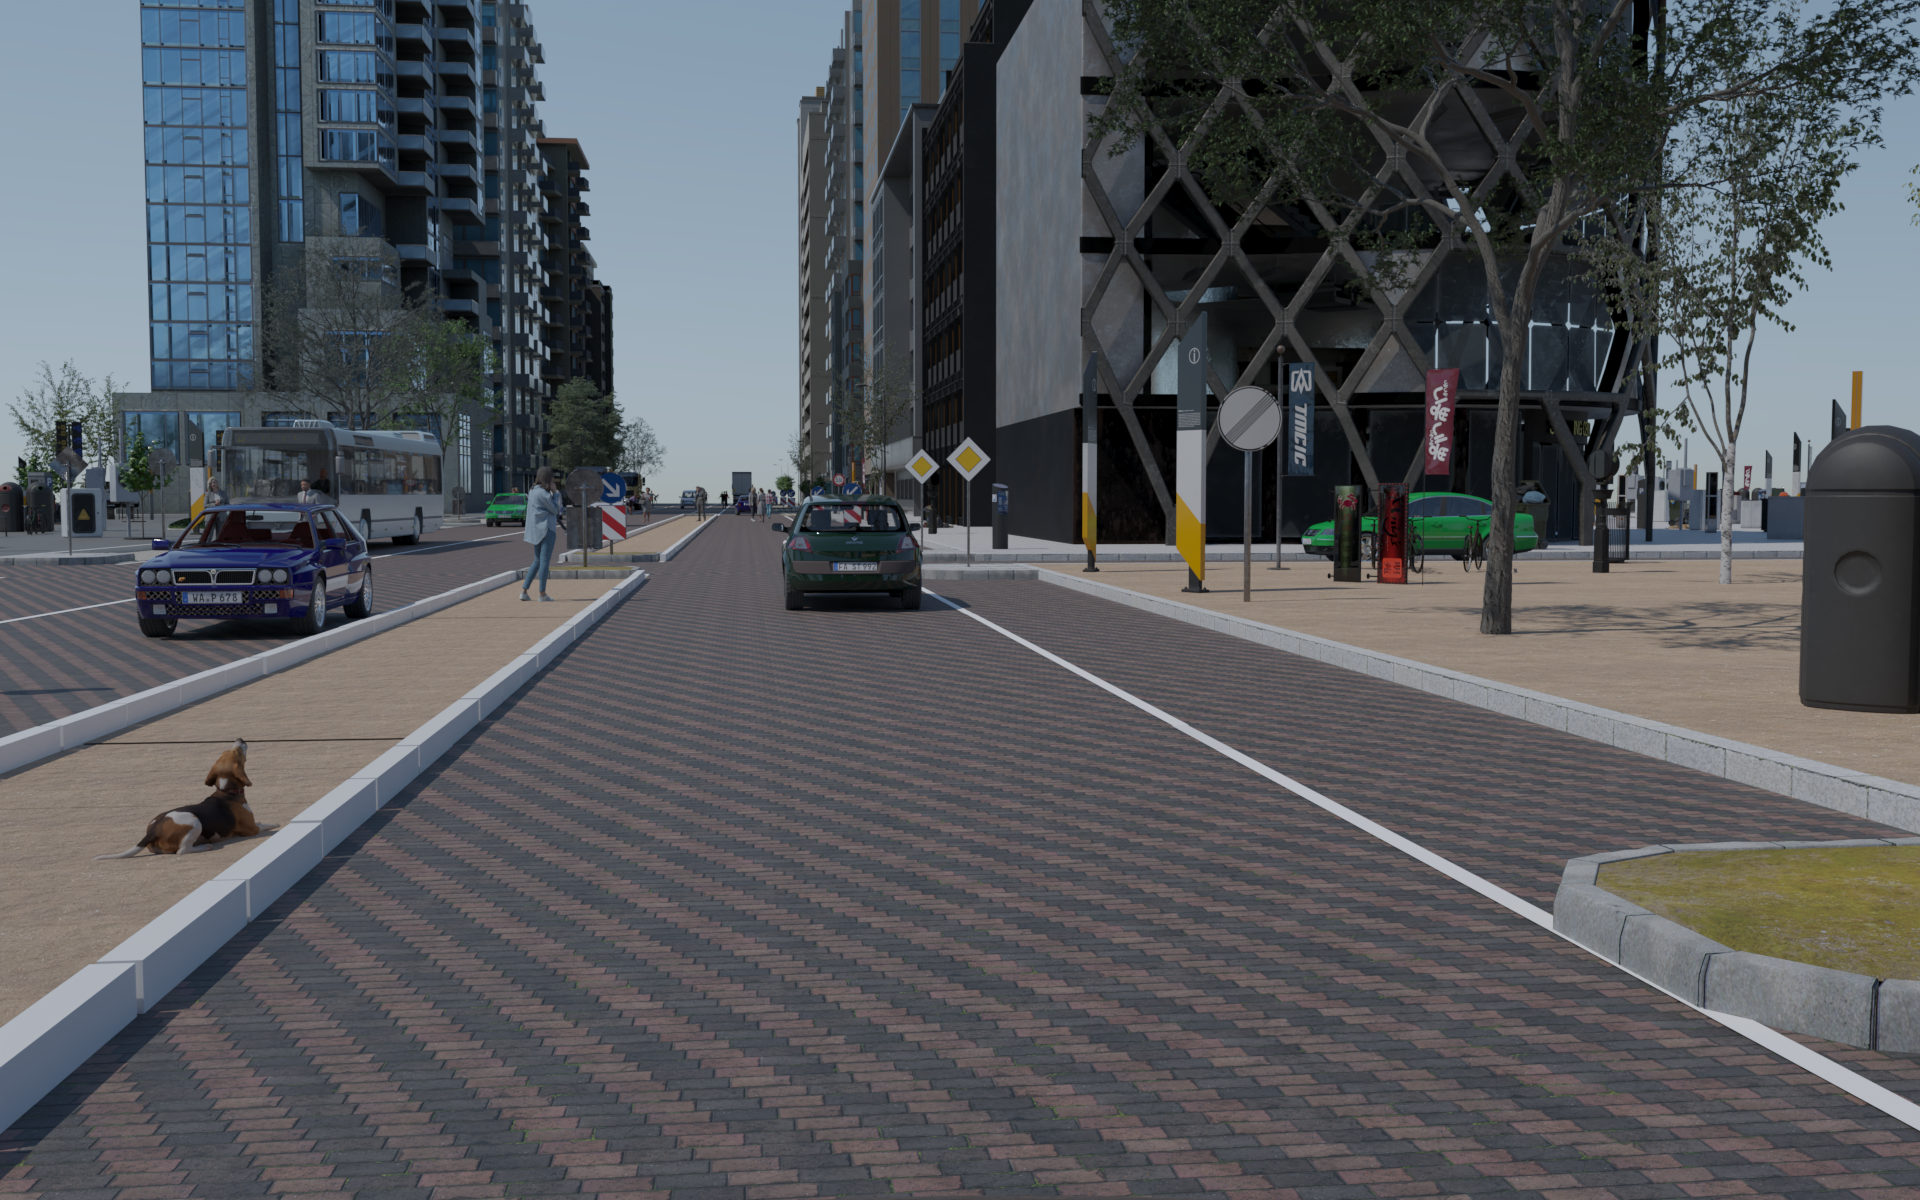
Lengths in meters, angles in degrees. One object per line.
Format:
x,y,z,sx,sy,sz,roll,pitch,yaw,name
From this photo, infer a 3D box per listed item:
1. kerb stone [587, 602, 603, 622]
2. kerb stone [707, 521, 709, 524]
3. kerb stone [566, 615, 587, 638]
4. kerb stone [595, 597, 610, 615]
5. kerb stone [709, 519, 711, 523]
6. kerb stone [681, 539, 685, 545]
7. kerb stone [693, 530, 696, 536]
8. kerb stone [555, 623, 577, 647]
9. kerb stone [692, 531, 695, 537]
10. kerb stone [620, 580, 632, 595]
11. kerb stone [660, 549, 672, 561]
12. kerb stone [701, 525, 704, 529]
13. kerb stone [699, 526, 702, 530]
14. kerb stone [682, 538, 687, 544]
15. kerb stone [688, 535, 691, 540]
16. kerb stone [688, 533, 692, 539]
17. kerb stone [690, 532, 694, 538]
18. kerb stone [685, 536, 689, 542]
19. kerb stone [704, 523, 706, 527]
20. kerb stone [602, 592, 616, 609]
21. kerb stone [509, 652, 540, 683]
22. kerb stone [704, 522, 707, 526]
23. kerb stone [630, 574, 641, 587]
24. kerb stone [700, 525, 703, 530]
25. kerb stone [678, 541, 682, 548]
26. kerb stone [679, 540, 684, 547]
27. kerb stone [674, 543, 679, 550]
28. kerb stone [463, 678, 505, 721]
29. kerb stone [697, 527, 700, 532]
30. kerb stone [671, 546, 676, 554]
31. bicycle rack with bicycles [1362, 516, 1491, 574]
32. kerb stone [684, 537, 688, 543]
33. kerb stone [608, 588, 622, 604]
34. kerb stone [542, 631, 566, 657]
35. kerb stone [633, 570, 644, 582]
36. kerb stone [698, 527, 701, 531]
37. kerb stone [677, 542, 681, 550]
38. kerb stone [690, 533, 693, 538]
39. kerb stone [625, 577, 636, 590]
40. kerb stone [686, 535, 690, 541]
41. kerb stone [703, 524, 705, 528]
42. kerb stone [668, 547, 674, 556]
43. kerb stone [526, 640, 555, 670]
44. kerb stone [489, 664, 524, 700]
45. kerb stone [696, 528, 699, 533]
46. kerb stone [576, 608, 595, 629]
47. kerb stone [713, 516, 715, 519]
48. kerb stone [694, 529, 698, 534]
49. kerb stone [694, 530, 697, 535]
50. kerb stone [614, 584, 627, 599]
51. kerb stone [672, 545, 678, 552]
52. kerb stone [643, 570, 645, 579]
-4.156,0.163,19.536,0.120,0.150,1.000,0,4,-7,kerb stone
-11.208,-3.288,75.986,0.120,0.150,1.000,0,4,-7,kerb stone
-3.901,0.287,17.497,0.120,0.150,1.000,0,4,-7,kerb stone
-4.284,0.102,20.550,0.120,0.150,1.000,0,4,-7,kerb stone
-11.849,-3.602,81.094,0.120,0.150,1.000,0,4,-7,kerb stone
-7.526,-1.484,46.487,0.120,0.150,1.000,0,4,-7,kerb stone
-8.792,-2.108,56.655,0.120,0.150,1.000,0,4,-7,kerb stone
-3.780,0.354,16.471,0.120,0.150,1.000,0,4,-7,kerb stone
-8.665,-2.046,55.641,0.120,0.150,1.000,0,4,-7,kerb stone
-4.792,-0.148,24.619,0.120,0.150,1.000,0,4,-7,kerb stone
-6.505,-0.988,38.350,0.120,0.150,1.000,0,4,-7,kerb stone
-10.065,-2.730,66.827,0.120,0.150,1.000,0,4,-7,kerb stone
-9.683,-2.543,63.781,0.120,0.150,1.000,0,4,-7,kerb stone
-7.646,-1.548,47.502,0.120,0.150,1.000,0,4,-7,kerb stone
-8.162,-1.788,51.571,0.120,0.150,1.000,0,4,-7,kerb stone
-8.293,-1.859,52.584,0.120,0.150,1.000,0,4,-7,kerb stone
-8.547,-1.980,54.625,0.120,0.150,1.000,0,4,-7,kerb stone
-7.908,-1.672,49.538,0.120,0.150,1.000,0,4,-7,kerb stone
-10.578,-2.979,70.899,0.120,0.150,1.000,0,4,-7,kerb stone
-4.409,0.039,21.564,0.120,0.150,1.000,0,4,-7,kerb stone
-3.399,0.545,13.422,0.120,0.150,1.000,0,4,-7,kerb stone
-10.700,-3.041,71.919,0.120,0.150,1.000,0,4,-7,kerb stone
-5.044,-0.268,26.655,0.120,0.150,1.000,0,4,-7,kerb stone
-9.941,-2.666,65.813,0.120,0.150,1.000,0,4,-7,kerb stone
-7.269,-1.361,44.459,0.120,0.150,1.000,0,4,-7,kerb stone
-7.394,-1.418,45.474,0.120,0.150,1.000,0,4,-7,kerb stone
-7.029,-1.233,42.427,0.120,0.150,1.000,0,4,-7,kerb stone
-3.140,0.661,11.386,0.120,0.150,1.000,0,4,-7,kerb stone
-9.440,-2.419,61.746,0.120,0.150,1.000,0,4,-7,kerb stone
-6.761,-1.110,40.388,0.120,0.150,1.000,0,4,-7,kerb stone
7.891,-0.953,28.971,2.852,0.926,2.925,1,4,18,bicycle rack with bicycles
-7.781,-1.607,48.515,0.120,0.150,1.000,0,4,-7,kerb stone
-4.541,-0.024,22.582,0.120,0.150,1.000,0,4,-7,kerb stone
-3.649,0.412,15.454,0.120,0.150,1.000,0,4,-7,kerb stone
-5.175,-0.335,27.669,0.120,0.150,1.000,0,4,-7,kerb stone
-9.559,-2.481,62.765,0.120,0.150,1.000,0,4,-7,kerb stone
-7.145,-1.300,43.445,0.120,0.150,1.000,0,4,-7,kerb stone
-8.414,-1.921,53.611,0.120,0.150,1.000,0,4,-7,kerb stone
-4.919,-0.210,25.634,0.120,0.150,1.000,0,4,-7,kerb stone
-8.038,-1.735,50.556,0.120,0.150,1.000,0,4,-7,kerb stone
-10.326,-2.852,68.866,0.120,0.150,1.000,0,4,-7,kerb stone
-6.637,-1.048,39.367,0.120,0.150,1.000,0,4,-7,kerb stone
-3.517,0.475,14.437,0.120,0.150,1.000,0,4,-7,kerb stone
-3.269,0.601,12.400,0.120,0.150,1.000,0,4,-7,kerb stone
-9.173,-2.294,59.709,0.120,0.150,1.000,0,4,-7,kerb stone
-4.035,0.226,18.521,0.120,0.150,1.000,0,4,-7,kerb stone
-13.250,-4.285,92.265,0.120,0.150,1.000,0,4,-7,kerb stone
-9.049,-2.229,58.695,0.120,0.150,1.000,0,4,-7,kerb stone
-8.919,-2.170,57.672,0.120,0.150,1.000,0,4,-7,kerb stone
-4.662,-0.086,23.598,0.120,0.150,1.000,0,4,-7,kerb stone
-6.894,-1.172,41.408,0.120,0.150,1.000,0,4,-7,kerb stone
-5.309,-0.397,28.682,0.120,0.150,1.000,0,4,-7,kerb stone
